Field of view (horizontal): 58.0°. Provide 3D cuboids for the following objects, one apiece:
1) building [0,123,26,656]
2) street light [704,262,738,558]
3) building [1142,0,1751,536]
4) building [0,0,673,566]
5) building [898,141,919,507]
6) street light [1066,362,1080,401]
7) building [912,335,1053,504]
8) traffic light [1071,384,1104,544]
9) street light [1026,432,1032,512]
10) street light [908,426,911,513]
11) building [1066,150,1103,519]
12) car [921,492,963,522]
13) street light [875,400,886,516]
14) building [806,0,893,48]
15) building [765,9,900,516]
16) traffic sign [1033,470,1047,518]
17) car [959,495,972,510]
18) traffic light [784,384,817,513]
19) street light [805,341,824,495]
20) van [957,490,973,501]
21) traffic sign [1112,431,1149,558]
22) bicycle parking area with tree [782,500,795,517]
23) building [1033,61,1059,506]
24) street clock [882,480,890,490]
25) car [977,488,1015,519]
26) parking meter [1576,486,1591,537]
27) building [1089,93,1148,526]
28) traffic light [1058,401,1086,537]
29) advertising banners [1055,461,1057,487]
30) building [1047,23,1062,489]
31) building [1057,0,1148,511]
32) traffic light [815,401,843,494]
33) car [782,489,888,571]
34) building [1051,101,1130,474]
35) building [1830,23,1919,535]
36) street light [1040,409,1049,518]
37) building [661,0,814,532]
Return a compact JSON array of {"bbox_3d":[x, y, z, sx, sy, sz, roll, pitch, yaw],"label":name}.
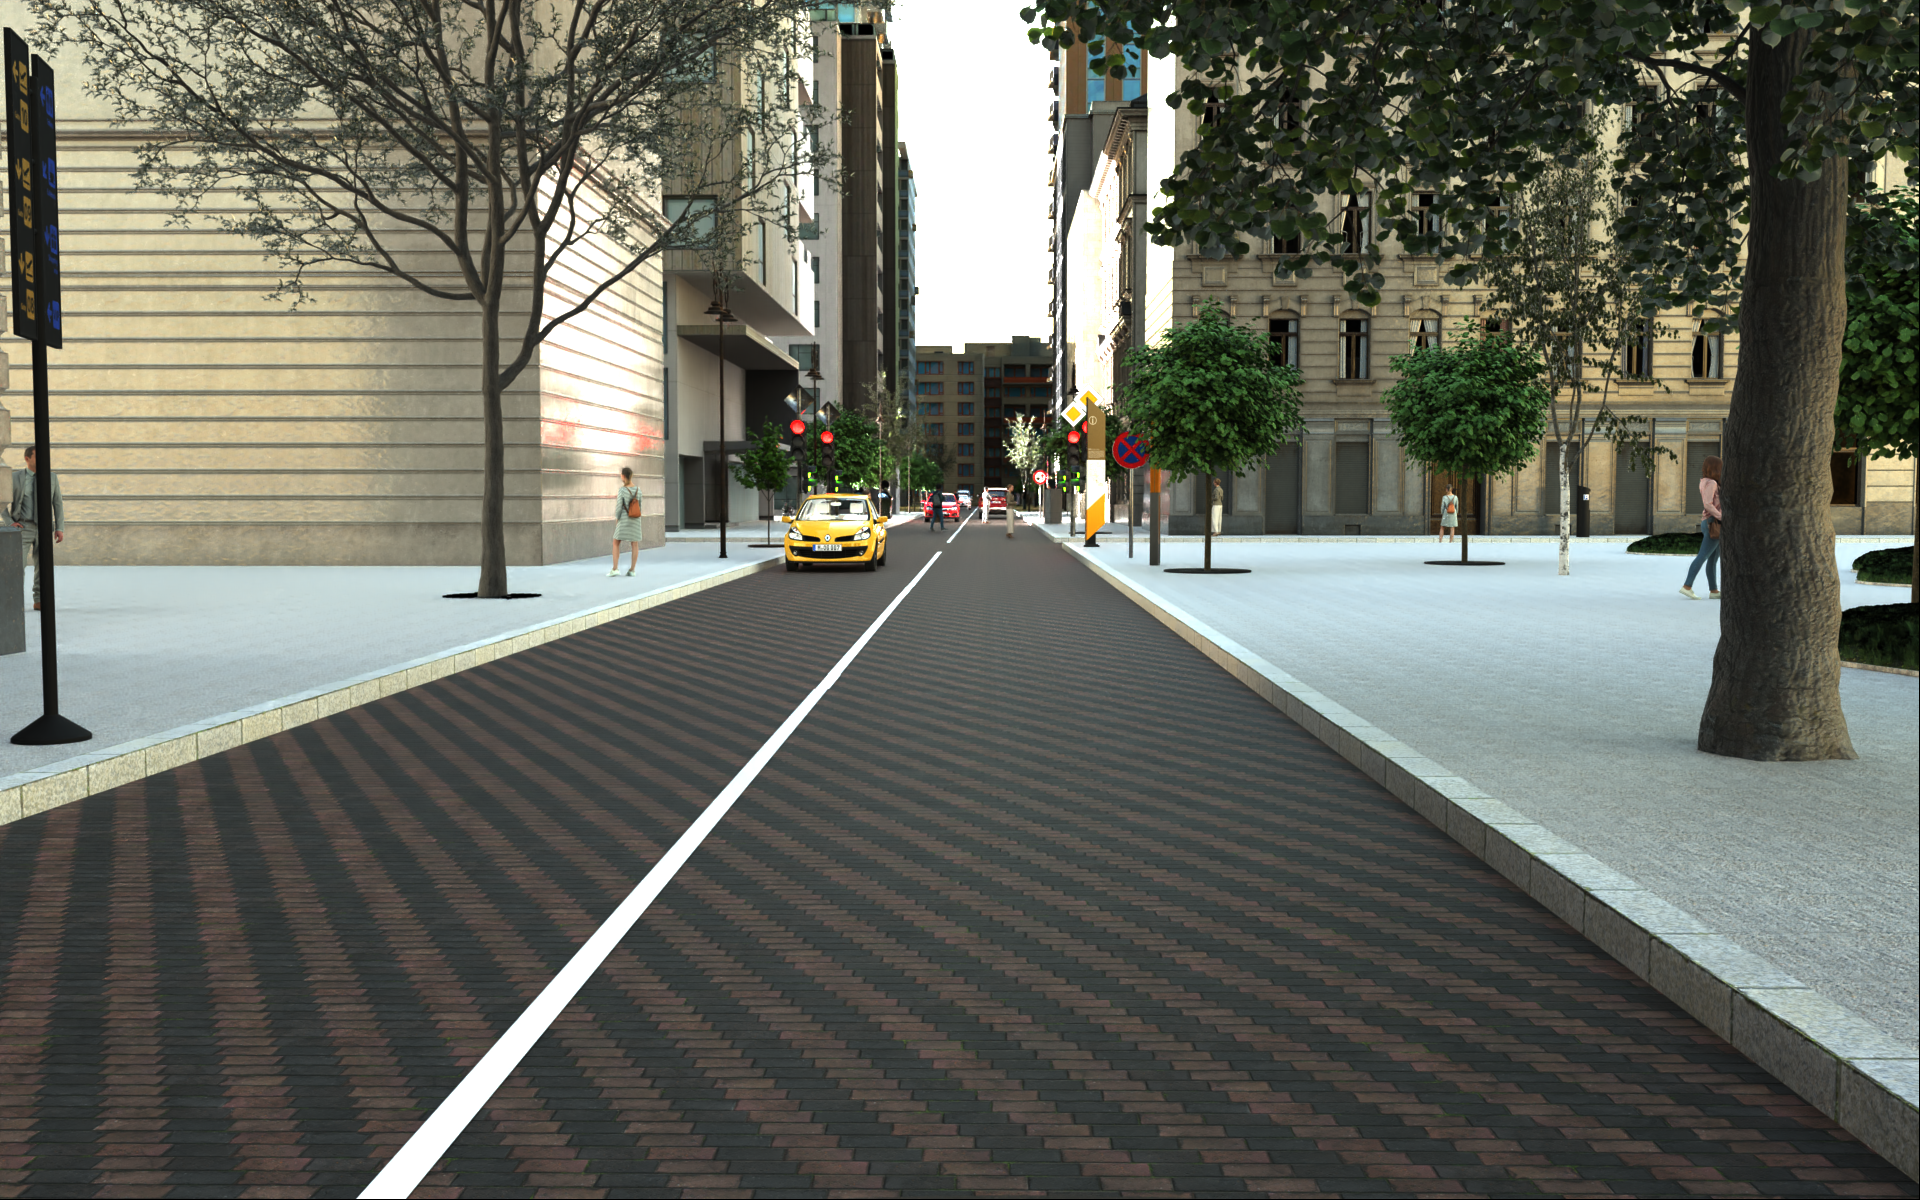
[{"bbox_3d":[-12.543,-10.726,4.241,11.050,23.489,19.941,0,4,1],"label":"building"},{"bbox_3d":[-4.758,-3.782,34.629,0.468,5.910,1.993,0,4,1],"label":"street light"},{"bbox_3d":[15.451,-12.745,57.534,18.267,20.994,9.793,0,4,1],"label":"building"},{"bbox_3d":[-18.877,-11.892,36.235,24.055,21.916,13.314,0,4,1],"label":"building"},{"bbox_3d":[-16.583,-30.215,185.900,23.993,40.220,32.217,0,4,1],"label":"building"},{"bbox_3d":[3.979,-5.387,60.865,0.468,5.910,1.993,0,4,1],"label":"street light"},{"bbox_3d":[8.664,-23.308,226.119,28.899,21.520,27.650,0,4,1],"label":"building"},{"bbox_3d":[3.261,-3.387,44.294,0.839,4.253,0.868,0,4,1],"label":"traffic light"},{"bbox_3d":[5.052,-9.399,126.460,0.468,5.910,1.993,0,4,1],"label":"street light"},{"bbox_3d":[-3.432,-8.848,117.451,0.468,5.910,1.993,0,4,1],"label":"street light"},{"bbox_3d":[11.448,-14.701,95.115,10.420,20.320,16.860,0,4,1],"label":"building"},{"bbox_3d":[-0.924,-4.927,89.597,2.155,1.783,4.494,0,4,0],"label":"car"},{"bbox_3d":[-3.891,-6.866,85.044,0.468,5.910,1.993,0,4,1],"label":"street light"},{"bbox_3d":[-16.970,-31.969,142.307,23.786,49.044,30.456,0,4,1],"label":"building"},{"bbox_3d":[-11.133,-20.532,107.403,14.160,30.474,14.107,0,4,1],"label":"building"},{"bbox_3d":[4.217,-5.563,91.062,0.768,2.556,0.104,0,4,2],"label":"traffic sign"},{"bbox_3d":[0.076,-8.973,159.073,2.083,1.381,4.827,0,4,-1],"label":"car"},{"bbox_3d":[-4.100,-3.393,44.402,0.839,4.253,0.868,0,4,1],"label":"traffic light"},{"bbox_3d":[-4.404,-4.884,52.637,0.468,5.910,1.993,0,4,1],"label":"street light"},{"bbox_3d":[0.327,-10.438,177.678,2.013,2.044,4.112,0,4,1],"label":"van"},{"bbox_3d":[3.437,-2.119,34.747,0.768,2.556,0.104,0,4,6],"label":"traffic sign"},{"bbox_3d":[-13.481,-6.606,95.008,8.231,4.147,9.016,1,4,22],"label":"bicycle parking area with tree"},{"bbox_3d":[19.383,-53.295,184.049,22.319,86.520,31.000,0,4,1],"label":"building"},{"bbox_3d":[-3.902,-5.231,90.098,0.471,2.002,0.358,0,4,3],"label":"street clock"},{"bbox_3d":[2.120,-5.699,101.853,2.281,1.827,5.304,0,4,1],"label":"car"},{"bbox_3d":[18.533,-2.634,51.484,0.372,1.533,0.369,0,3,0],"label":"parking meter"},{"bbox_3d":[11.536,-12.996,77.109,10.561,19.102,19.286,0,4,1],"label":"building"},{"bbox_3d":[3.396,-3.875,52.278,0.839,4.253,0.868,0,4,1],"label":"traffic light"},{"bbox_3d":[4.593,-5.279,82.494,0.090,3.025,2.074,0,4,3],"label":"advertising banners"},{"bbox_3d":[19.073,-30.619,155.251,22.147,44.769,28.867,0,4,1],"label":"building"},{"bbox_3d":[14.766,-29.583,133.789,14.600,45.320,14.200,0,4,1],"label":"building"},{"bbox_3d":[-3.965,-3.882,52.386,0.839,4.253,0.868,0,4,1],"label":"traffic light"},{"bbox_3d":[-2.363,-1.416,33.381,2.015,1.641,3.980,0,4,1],"label":"car"},{"bbox_3d":[13.593,-19.679,115.253,14.314,27.812,24.014,0,4,1],"label":"building"},{"bbox_3d":[46.712,-17.387,60.695,44.131,29.872,17.030,0,4,1],"label":"building"},{"bbox_3d":[4.567,-7.417,94.052,0.468,5.910,1.993,0,4,1],"label":"street light"},{"bbox_3d":[-20.372,-29.364,69.334,28.713,52.752,27.495,0,4,1],"label":"building"}]
